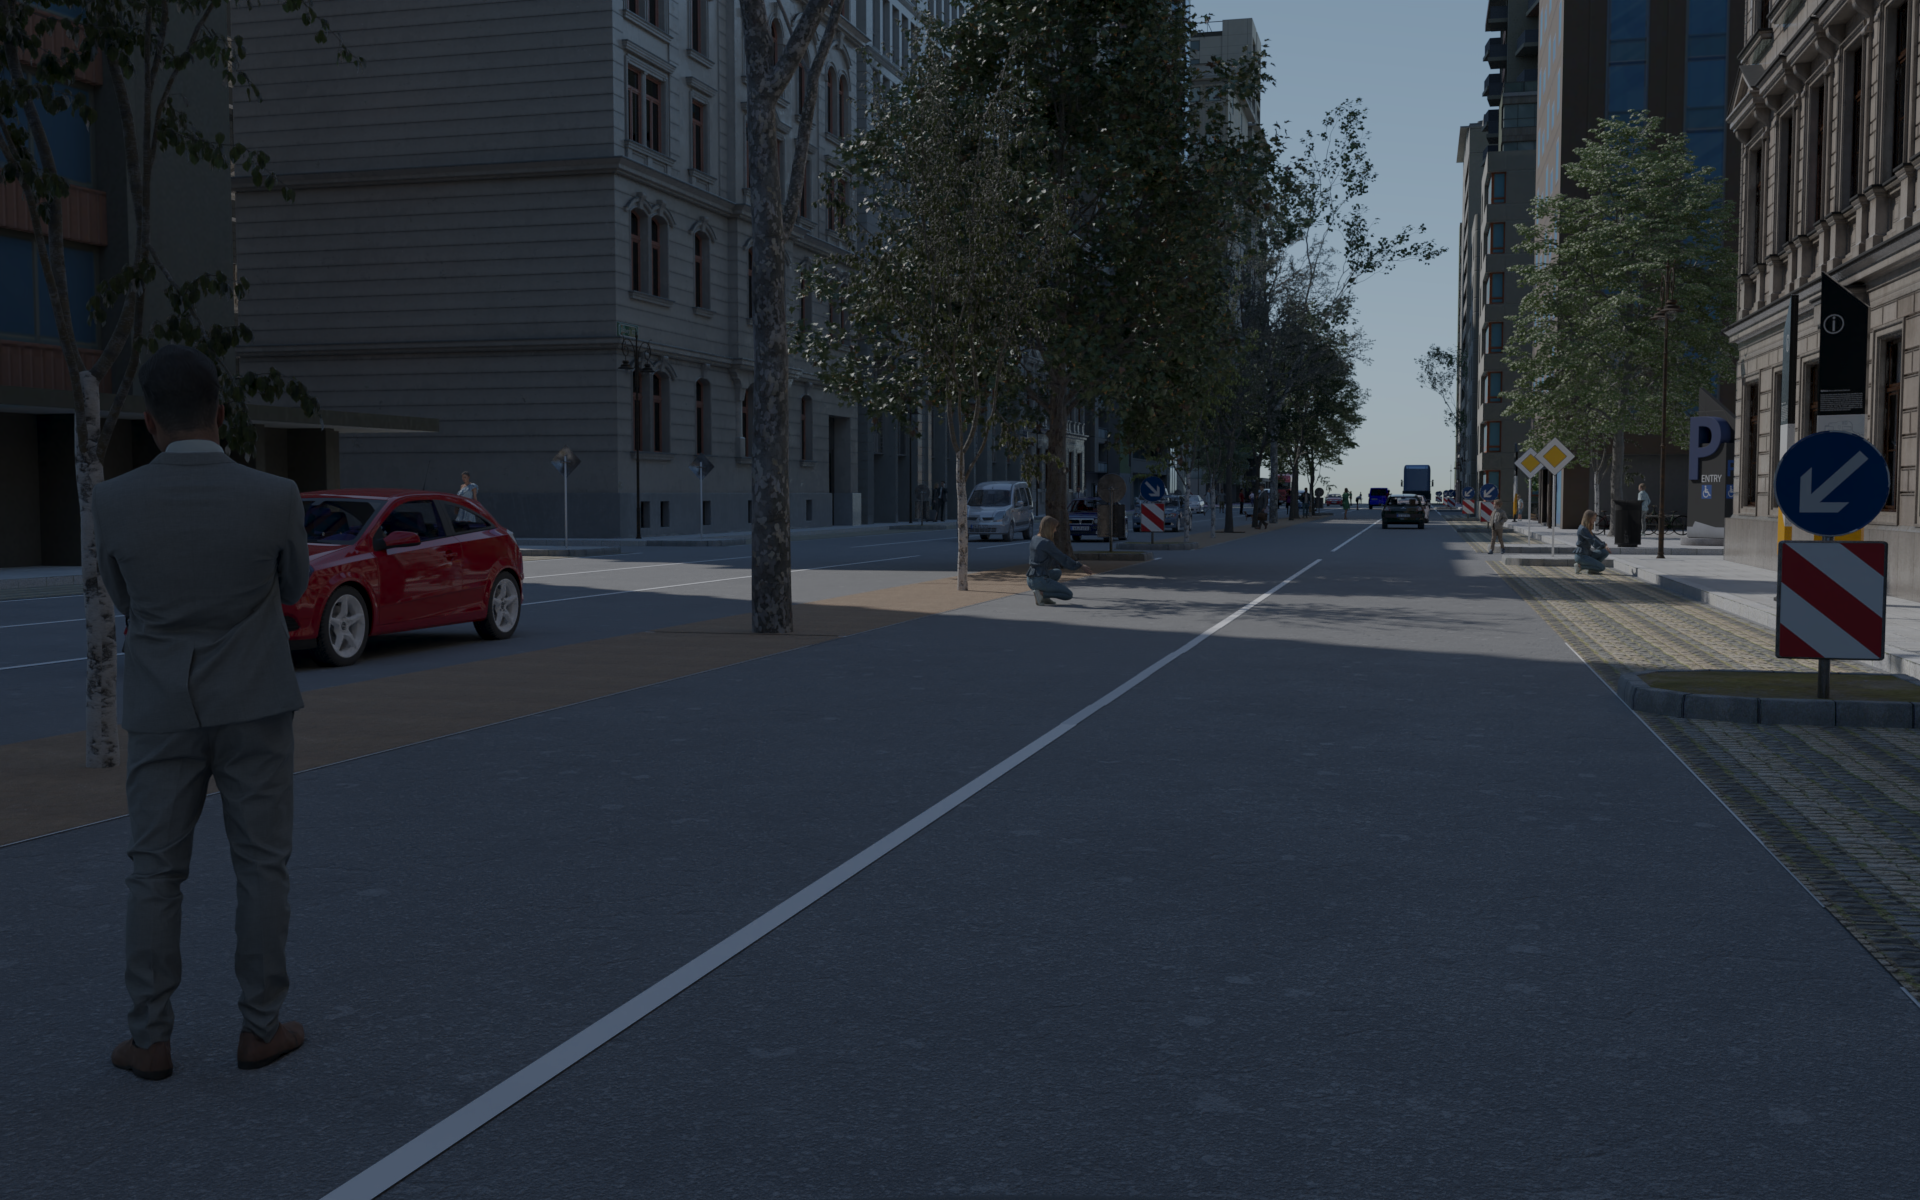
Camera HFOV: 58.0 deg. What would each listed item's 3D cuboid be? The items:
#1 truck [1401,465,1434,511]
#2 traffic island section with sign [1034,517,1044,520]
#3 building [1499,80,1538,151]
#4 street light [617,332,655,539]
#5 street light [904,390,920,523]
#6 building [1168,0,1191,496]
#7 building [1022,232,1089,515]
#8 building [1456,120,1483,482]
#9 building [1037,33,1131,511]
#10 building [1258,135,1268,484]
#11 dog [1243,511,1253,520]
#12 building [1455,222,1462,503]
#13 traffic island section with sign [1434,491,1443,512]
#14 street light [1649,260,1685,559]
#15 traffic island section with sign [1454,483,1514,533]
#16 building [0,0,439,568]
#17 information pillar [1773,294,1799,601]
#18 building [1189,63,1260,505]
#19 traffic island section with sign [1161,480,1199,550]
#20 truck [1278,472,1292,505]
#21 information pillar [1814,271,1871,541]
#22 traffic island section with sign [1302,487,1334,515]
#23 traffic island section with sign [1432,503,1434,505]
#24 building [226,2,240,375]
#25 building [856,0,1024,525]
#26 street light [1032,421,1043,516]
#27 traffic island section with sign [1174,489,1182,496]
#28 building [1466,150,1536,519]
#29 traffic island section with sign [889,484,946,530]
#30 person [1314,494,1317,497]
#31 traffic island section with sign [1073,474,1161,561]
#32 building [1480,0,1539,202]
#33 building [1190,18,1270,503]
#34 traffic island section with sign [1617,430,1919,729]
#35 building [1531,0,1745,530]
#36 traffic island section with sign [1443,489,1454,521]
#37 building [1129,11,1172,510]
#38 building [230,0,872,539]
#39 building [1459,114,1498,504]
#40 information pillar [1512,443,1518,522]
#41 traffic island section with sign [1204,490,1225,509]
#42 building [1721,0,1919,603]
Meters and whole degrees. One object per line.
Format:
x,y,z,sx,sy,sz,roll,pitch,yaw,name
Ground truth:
40.267,-9.976,152.868,2.967,4.110,18.799,1,4,15,truck
5.280,-5.355,96.179,1.989,1.847,2.006,1,4,15,traffic island section with sign
45.349,-21.495,123.147,14.160,30.474,14.107,1,4,15,building
-9.214,-4.691,49.489,0.468,5.910,1.993,1,4,15,street light
-2.163,-6.298,75.757,0.468,5.910,1.993,1,4,15,street light
12.145,-52.598,172.640,22.319,86.520,31.000,1,4,15,building
1.301,-16.887,112.258,11.583,22.565,21.152,1,4,15,building
82.989,-39.680,238.000,28.713,52.752,27.495,1,4,15,building
4.894,-27.325,130.360,14.154,41.232,14.086,1,4,15,building
28.939,-40.155,245.767,28.713,52.752,27.495,1,4,15,building
15.692,-4.567,93.957,0.540,0.507,0.406,-1,4,-19,dog
81.869,-35.261,260.114,14.154,41.232,14.086,1,4,15,building
39.534,-8.024,139.818,1.989,1.847,2.006,1,4,15,traffic island section with sign
13.948,-3.762,34.296,0.468,5.910,1.993,1,4,15,street light
19.597,-3.426,64.641,1.989,1.847,2.006,1,4,15,traffic island section with sign
-28.621,-23.071,31.833,28.867,44.769,22.147,1,4,15,building
9.857,-1.791,20.632,0.183,3.616,0.504,1,4,16,information pillar
21.660,-38.536,219.302,28.713,52.752,27.495,1,4,15,building
5.115,-2.263,45.130,2.006,1.907,1.989,1,4,15,traffic island section with sign
40.780,-14.001,217.836,2.839,4.237,11.283,1,4,15,truck
9.228,-1.640,18.162,0.183,3.616,0.504,-3,5,-44,information pillar
24.380,-6.705,117.766,2.006,1.907,1.989,1,4,15,traffic island section with sign
46.476,-9.621,165.937,1.989,1.847,2.006,1,4,15,traffic island section with sign
-50.269,-17.812,67.645,44.131,29.872,17.030,1,4,15,building
-5.301,-18.959,87.477,11.434,29.767,29.804,1,4,15,building
4.505,-7.849,101.122,0.468,5.910,1.993,1,4,15,street light
18.254,-8.345,145.068,1.989,1.847,2.006,1,4,15,traffic island section with sign
43.660,-15.483,98.185,27.650,21.520,28.899,1,4,15,building
-1.639,-3.760,70.105,1.989,1.847,2.006,1,4,15,traffic island section with sign
49.459,-13.971,240.110,0.799,1.438,0.628,0,4,-1,person
3.206,-1.825,37.972,2.006,1.907,1.989,1,4,15,traffic island section with sign
54.594,-29.866,142.938,22.147,44.769,28.867,1,4,15,building
37.705,-50.732,267.722,20.563,71.187,20.611,1,4,15,building
5.512,-0.179,11.558,1.989,1.847,2.006,1,4,15,traffic island section with sign
29.936,-25.458,66.353,14.600,45.320,14.200,1,4,15,building
26.678,-5.060,91.355,1.989,1.847,2.006,1,4,15,traffic island section with sign
5.899,-32.085,148.294,21.300,48.544,21.600,1,4,15,building
-12.918,-16.748,61.224,14.401,28.519,23.554,1,4,15,building
73.760,-36.177,215.194,21.300,48.544,21.600,1,4,15,building
25.401,-5.372,79.184,0.183,3.616,0.504,1,4,9,information pillar
25.172,-9.939,171.124,1.989,1.847,2.006,1,4,15,traffic island section with sign
17.047,-9.692,23.085,10.561,19.102,19.286,1,4,15,building
